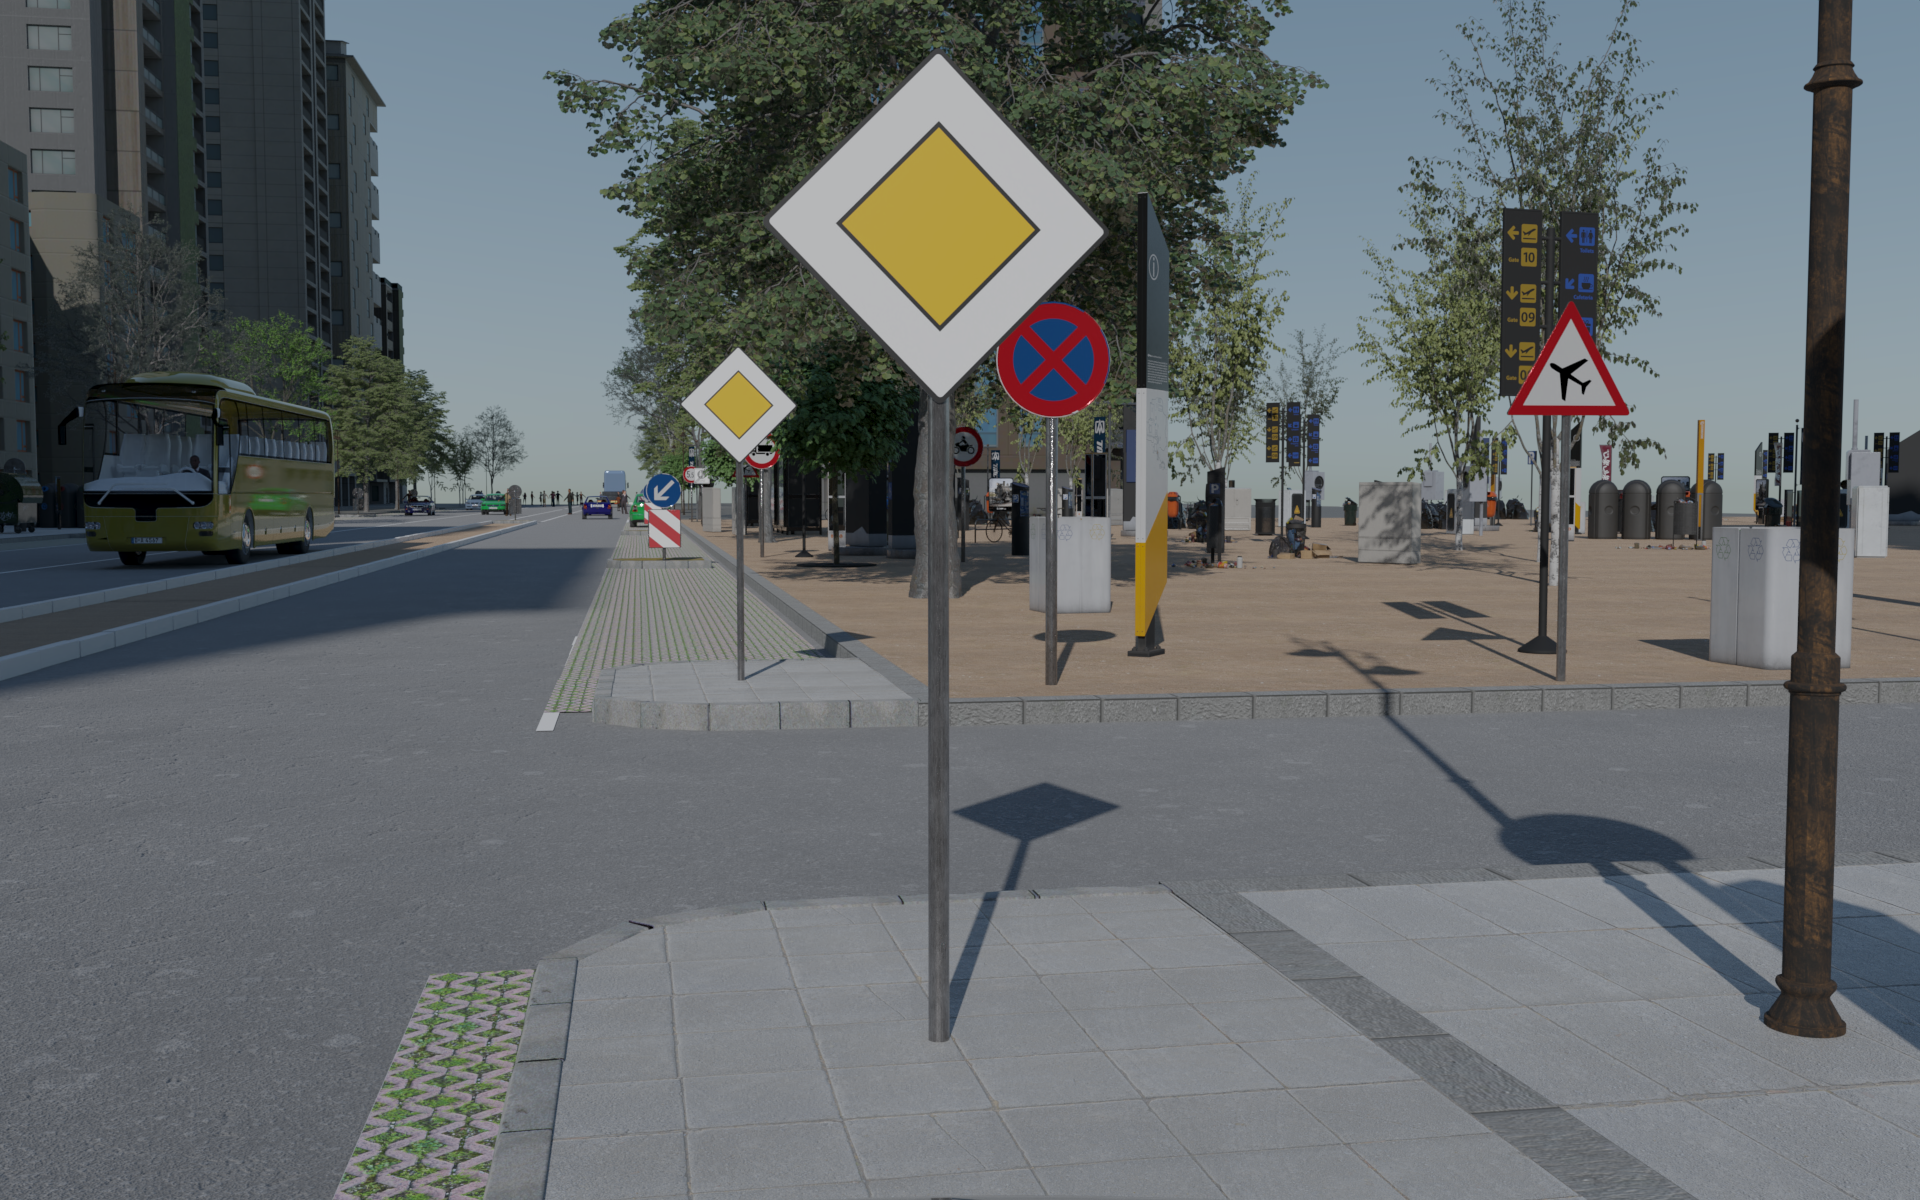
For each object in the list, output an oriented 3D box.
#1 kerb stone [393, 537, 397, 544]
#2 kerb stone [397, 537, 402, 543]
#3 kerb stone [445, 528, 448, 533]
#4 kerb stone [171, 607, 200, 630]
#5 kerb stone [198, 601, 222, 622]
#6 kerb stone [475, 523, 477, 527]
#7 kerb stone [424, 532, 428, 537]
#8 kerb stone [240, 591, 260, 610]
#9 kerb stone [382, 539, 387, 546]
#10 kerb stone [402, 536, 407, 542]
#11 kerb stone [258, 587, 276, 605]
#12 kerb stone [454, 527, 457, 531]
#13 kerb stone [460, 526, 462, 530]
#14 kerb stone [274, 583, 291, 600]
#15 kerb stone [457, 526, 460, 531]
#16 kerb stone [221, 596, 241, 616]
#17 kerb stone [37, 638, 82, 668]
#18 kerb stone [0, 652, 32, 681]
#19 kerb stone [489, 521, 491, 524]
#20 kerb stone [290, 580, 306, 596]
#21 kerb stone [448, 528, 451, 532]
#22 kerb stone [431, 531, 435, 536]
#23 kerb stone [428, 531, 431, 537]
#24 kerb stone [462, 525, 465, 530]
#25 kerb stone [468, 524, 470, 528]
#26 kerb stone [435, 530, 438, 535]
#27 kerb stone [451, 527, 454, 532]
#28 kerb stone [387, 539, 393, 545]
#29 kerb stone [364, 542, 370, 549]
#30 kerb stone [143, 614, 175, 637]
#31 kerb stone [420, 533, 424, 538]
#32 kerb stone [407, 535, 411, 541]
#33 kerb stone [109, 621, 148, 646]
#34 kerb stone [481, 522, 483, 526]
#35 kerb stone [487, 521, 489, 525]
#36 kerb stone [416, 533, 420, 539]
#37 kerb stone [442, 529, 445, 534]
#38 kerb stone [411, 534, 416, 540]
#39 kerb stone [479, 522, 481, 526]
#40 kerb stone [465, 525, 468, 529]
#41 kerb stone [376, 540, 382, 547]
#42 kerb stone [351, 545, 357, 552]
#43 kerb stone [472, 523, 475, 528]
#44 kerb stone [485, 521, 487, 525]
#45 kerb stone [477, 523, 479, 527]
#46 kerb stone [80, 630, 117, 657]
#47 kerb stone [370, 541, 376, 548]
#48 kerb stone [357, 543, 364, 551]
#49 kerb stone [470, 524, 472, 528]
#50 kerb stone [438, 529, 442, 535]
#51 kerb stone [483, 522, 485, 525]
[{"bbox_3d":[-16.290,-1.667,49.523,0.120,0.150,1.000,-1,4,-10],"label":"kerb stone"},{"bbox_3d":[-16.473,-1.723,50.529,0.120,0.150,1.000,-1,4,-10],"label":"kerb stone"},{"bbox_3d":[-18.720,-2.473,62.637,0.120,0.150,1.000,-1,4,-10],"label":"kerb stone"},{"bbox_3d":[-8.434,0.213,18.721,0.120,0.150,1.000,-1,4,-10],"label":"kerb stone"},{"bbox_3d":[-8.618,0.151,19.734,0.120,0.150,1.000,-1,4,-10],"label":"kerb stone"},{"bbox_3d":[-20.781,-3.153,73.745,0.120,0.150,1.000,-1,4,-10],"label":"kerb stone"},{"bbox_3d":[-17.599,-2.100,56.582,0.120,0.150,1.000,-1,4,-10],"label":"kerb stone"},{"bbox_3d":[-8.996,0.027,21.749,0.120,0.150,1.000,-1,4,-10],"label":"kerb stone"},{"bbox_3d":[-15.919,-1.548,47.512,0.120,0.150,1.000,-1,4,-10],"label":"kerb stone"},{"bbox_3d":[-16.666,-1.793,51.532,0.120,0.150,1.000,-1,4,-10],"label":"kerb stone"},{"bbox_3d":[-9.185,-0.034,22.753,0.120,0.150,1.000,-1,4,-10],"label":"kerb stone"},{"bbox_3d":[-19.288,-2.658,65.667,0.120,0.150,1.000,-1,4,-10],"label":"kerb stone"},{"bbox_3d":[-19.656,-2.782,67.681,0.120,0.150,1.000,-1,4,-10],"label":"kerb stone"},{"bbox_3d":[-9.371,-0.096,23.760,0.120,0.150,1.000,-1,4,-10],"label":"kerb stone"},{"bbox_3d":[-19.472,-2.720,66.672,0.120,0.150,1.000,-1,4,-10],"label":"kerb stone"},{"bbox_3d":[-8.812,0.089,20.737,0.120,0.150,1.000,-1,4,-10],"label":"kerb stone"},{"bbox_3d":[-7.696,0.458,14.700,0.120,0.150,1.000,-1,4,-10],"label":"kerb stone"},{"bbox_3d":[-7.499,0.520,13.687,0.120,0.150,1.000,-1,4,-10],"label":"kerb stone"},{"bbox_3d":[-22.099,-3.585,80.810,0.120,0.150,1.000,-1,4,-10],"label":"kerb stone"},{"bbox_3d":[-9.554,-0.157,24.771,0.120,0.150,1.000,-1,4,-10],"label":"kerb stone"},{"bbox_3d":[-18.914,-2.535,63.640,0.120,0.150,1.000,-1,4,-10],"label":"kerb stone"},{"bbox_3d":[-17.972,-2.225,58.599,0.120,0.150,1.000,-1,4,-10],"label":"kerb stone"},{"bbox_3d":[-17.787,-2.161,57.587,0.120,0.150,1.000,-1,4,-10],"label":"kerb stone"},{"bbox_3d":[-19.847,-2.839,68.692,0.120,0.150,1.000,-1,4,-10],"label":"kerb stone"},{"bbox_3d":[-20.230,-2.968,70.717,0.120,0.150,1.000,-1,4,-10],"label":"kerb stone"},{"bbox_3d":[-18.170,-2.287,59.608,0.120,0.150,1.000,-1,4,-10],"label":"kerb stone"},{"bbox_3d":[-19.098,-2.593,64.657,0.120,0.150,1.000,-1,4,-10],"label":"kerb stone"},{"bbox_3d":[-16.101,-1.610,48.517,0.120,0.150,1.000,-1,4,-10],"label":"kerb stone"},{"bbox_3d":[-15.353,-1.361,44.482,0.120,0.150,1.000,-1,4,-10],"label":"kerb stone"},{"bbox_3d":[-8.248,0.274,17.716,0.120,0.150,1.000,-1,4,-10],"label":"kerb stone"},{"bbox_3d":[-17.416,-2.042,55.576,0.120,0.150,1.000,-1,4,-10],"label":"kerb stone"},{"bbox_3d":[-16.857,-1.850,52.553,0.120,0.150,1.000,-1,4,-10],"label":"kerb stone"},{"bbox_3d":[-8.064,0.337,16.711,0.120,0.150,1.000,-1,4,-10],"label":"kerb stone"},{"bbox_3d":[-21.350,-3.338,76.772,0.120,0.150,1.000,-1,4,-10],"label":"kerb stone"},{"bbox_3d":[-21.909,-3.520,79.799,0.120,0.150,1.000,-1,4,-10],"label":"kerb stone"},{"bbox_3d":[-17.215,-1.980,54.568,0.120,0.150,1.000,-1,4,-10],"label":"kerb stone"},{"bbox_3d":[-18.540,-2.406,61.619,0.120,0.150,1.000,-1,4,-10],"label":"kerb stone"},{"bbox_3d":[-17.035,-1.918,53.559,0.120,0.150,1.000,-1,4,-10],"label":"kerb stone"},{"bbox_3d":[-21.165,-3.274,75.767,0.120,0.150,1.000,-1,4,-10],"label":"kerb stone"},{"bbox_3d":[-20.030,-2.906,69.702,0.120,0.150,1.000,-1,4,-10],"label":"kerb stone"},{"bbox_3d":[-15.725,-1.486,46.496,0.120,0.150,1.000,-1,4,-10],"label":"kerb stone"},{"bbox_3d":[-14.985,-1.240,42.471,0.120,0.150,1.000,-1,4,-10],"label":"kerb stone"},{"bbox_3d":[-20.590,-3.089,72.735,0.120,0.150,1.000,-1,4,-10],"label":"kerb stone"},{"bbox_3d":[-21.722,-3.462,78.791,0.120,0.150,1.000,-1,4,-10],"label":"kerb stone"},{"bbox_3d":[-20.969,-3.211,74.750,0.120,0.150,1.000,-1,4,-10],"label":"kerb stone"},{"bbox_3d":[-7.880,0.405,15.706,0.120,0.150,1.000,-1,4,-10],"label":"kerb stone"},{"bbox_3d":[-15.544,-1.423,45.486,0.120,0.150,1.000,-1,4,-10],"label":"kerb stone"},{"bbox_3d":[-15.159,-1.298,43.478,0.120,0.150,1.000,-1,4,-10],"label":"kerb stone"},{"bbox_3d":[-20.412,-3.029,71.725,0.120,0.150,1.000,-1,4,-10],"label":"kerb stone"},{"bbox_3d":[-18.346,-2.350,60.615,0.120,0.150,1.000,-1,4,-10],"label":"kerb stone"},{"bbox_3d":[-21.535,-3.400,77.787,0.120,0.150,1.000,-1,4,-10],"label":"kerb stone"}]
